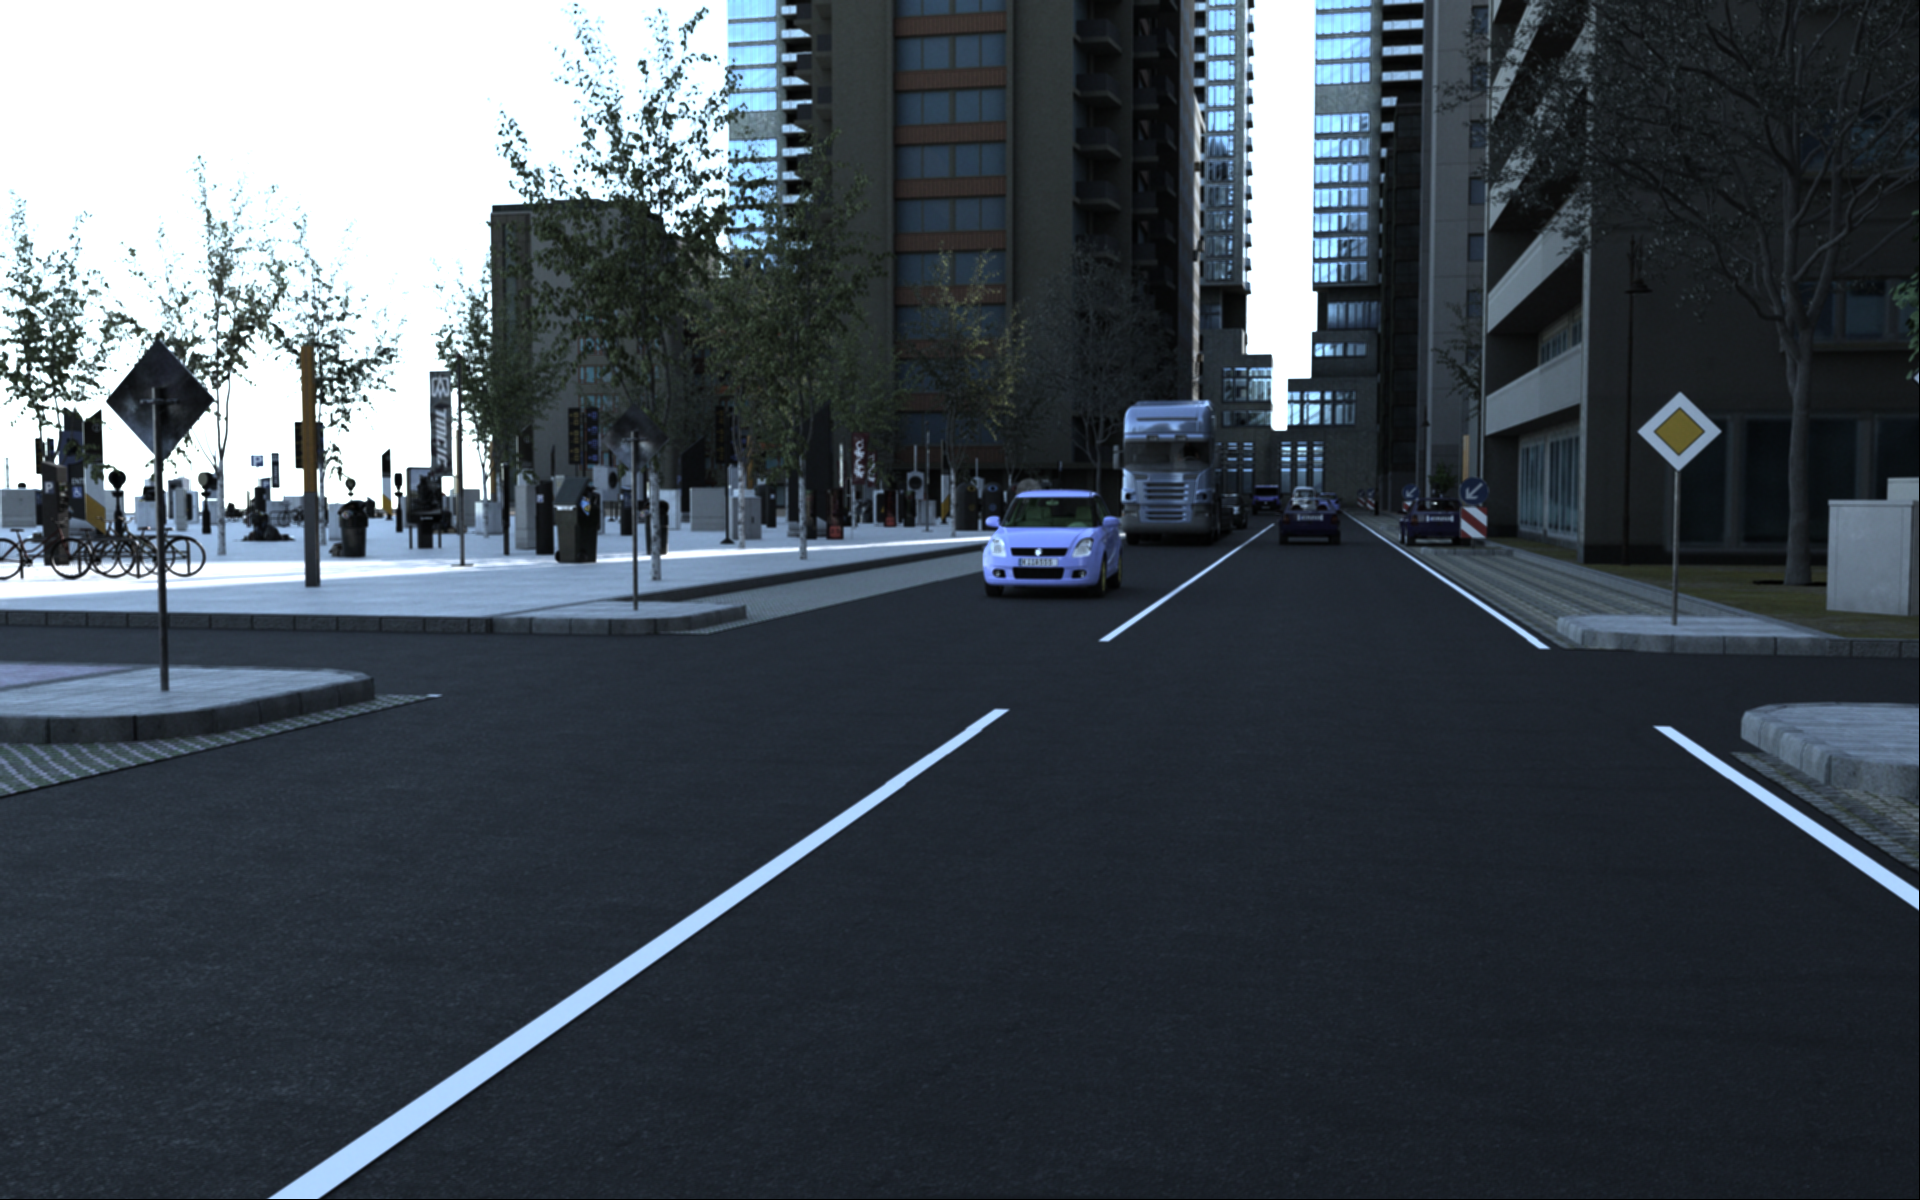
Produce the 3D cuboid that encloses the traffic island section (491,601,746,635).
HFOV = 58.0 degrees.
[{"bbox_3d":[-3.607,0.192,19.146,2.009,0.180,2.903,1,4,12],"label":"traffic island section"}]

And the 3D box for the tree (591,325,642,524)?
[{"bbox_3d":[-14.031,-7.536,73.578,4.360,8.622,3.978,0,3,0],"label":"tree"}]

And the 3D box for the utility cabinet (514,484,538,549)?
[{"bbox_3d":[-10.086,-1.946,40.501,0.318,1.500,1.173,0,4,4],"label":"utility cabinet"}]

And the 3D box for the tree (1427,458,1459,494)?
[{"bbox_3d":[25.637,-5.984,92.444,1.663,3.219,1.824,0,3,0],"label":"tree"}]

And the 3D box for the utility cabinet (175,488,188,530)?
[{"bbox_3d":[-27.309,-3.187,60.780,0.318,1.500,1.173,-1,4,-21],"label":"utility cabinet"}]

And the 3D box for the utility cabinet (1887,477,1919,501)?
[{"bbox_3d":[12.839,-0.886,23.168,0.318,1.500,1.173,0,4,2],"label":"utility cabinet"}]

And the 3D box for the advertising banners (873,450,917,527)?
[{"bbox_3d":[-2.699,-4.360,67.471,2.074,3.025,0.090,0,4,-2],"label":"advertising banners"}]

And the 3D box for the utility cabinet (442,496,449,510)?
[{"bbox_3d":[-20.343,-3.439,67.394,1.020,1.237,0.306,1,4,14],"label":"utility cabinet"}]

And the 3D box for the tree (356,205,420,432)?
[{"bbox_3d":[-15.819,-5.693,43.440,4.360,8.622,3.978,0,3,0],"label":"tree"}]

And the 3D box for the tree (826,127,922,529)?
[{"bbox_3d":[-3.325,-5.103,33.799,4.737,8.622,4.395,0,3,0],"label":"tree"}]

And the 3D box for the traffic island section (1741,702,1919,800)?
[{"bbox_3d":[5.398,0.804,9.138,2.009,0.180,2.903,1,4,12],"label":"traffic island section"}]

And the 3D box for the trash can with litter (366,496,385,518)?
[{"bbox_3d":[-31.441,-4.995,93.059,1.055,1.170,0.624,0,4,2],"label":"trash can with litter"}]

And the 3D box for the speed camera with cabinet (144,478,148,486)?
[{"bbox_3d":[-44.216,-6.225,96.115,0.660,3.252,2.038,2,4,28],"label":"speed camera with cabinet"}]

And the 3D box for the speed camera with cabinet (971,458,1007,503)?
[{"bbox_3d":[1.637,-6.134,94.630,2.038,3.252,0.660,1,4,14],"label":"speed camera with cabinet"}]

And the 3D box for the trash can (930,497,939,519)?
[{"bbox_3d":[-1.400,-4.518,85.514,0.748,1.137,0.748,0,3,0],"label":"trash can"}]

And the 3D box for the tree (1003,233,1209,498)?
[{"bbox_3d":[6.527,-10.525,82.455,12.009,13.543,11.850,0,3,0],"label":"tree"}]

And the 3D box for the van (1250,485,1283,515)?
[{"bbox_3d":[21.384,-7.117,120.741,2.240,2.365,5.245,1,4,11],"label":"van"}]

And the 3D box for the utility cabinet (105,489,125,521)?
[{"bbox_3d":[-40.154,-4.479,81.909,1.173,1.500,0.318,0,4,-2],"label":"utility cabinet"}]

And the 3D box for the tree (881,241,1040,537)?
[{"bbox_3d":[0.031,-6.177,51.351,4.360,8.622,3.978,0,3,0],"label":"tree"}]

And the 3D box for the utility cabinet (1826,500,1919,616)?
[{"bbox_3d":[9.912,-0.462,18.708,0.306,1.237,1.020,-2,4,-25],"label":"utility cabinet"}]

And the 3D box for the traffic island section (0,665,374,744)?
[{"bbox_3d":[-5.220,0.670,11.325,2.009,0.180,2.903,1,4,12],"label":"traffic island section"}]

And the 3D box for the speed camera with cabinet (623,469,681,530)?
[{"bbox_3d":[-11.129,-4.163,62.406,2.038,3.252,0.660,0,4,4],"label":"speed camera with cabinet"}]

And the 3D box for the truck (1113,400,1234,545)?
[{"bbox_3d":[7.252,-4.028,55.620,2.967,4.110,18.799,1,4,11],"label":"truck"}]

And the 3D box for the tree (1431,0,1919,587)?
[{"bbox_3d":[11.807,-6.962,24.205,12.009,13.543,11.850,0,3,0],"label":"tree"}]

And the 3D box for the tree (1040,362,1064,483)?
[{"bbox_3d":[2.101,-7.302,69.751,4.360,8.622,3.978,0,3,0],"label":"tree"}]

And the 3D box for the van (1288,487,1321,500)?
[{"bbox_3d":[20.780,-5.957,104.409,2.013,2.044,4.112,1,4,12],"label":"van"}]

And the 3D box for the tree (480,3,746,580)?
[{"bbox_3d":[-4.758,-4.595,25.484,4.737,8.622,4.395,0,3,0],"label":"tree"}]

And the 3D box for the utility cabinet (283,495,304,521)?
[{"bbox_3d":[-31.760,-4.370,82.609,1.020,1.237,0.306,1,4,19],"label":"utility cabinet"}]

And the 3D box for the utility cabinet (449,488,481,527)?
[{"bbox_3d":[-19.284,-3.596,67.468,1.173,1.500,0.318,-3,5,-40],"label":"utility cabinet"}]

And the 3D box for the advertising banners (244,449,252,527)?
[{"bbox_3d":[-27.768,-4.361,67.488,0.090,3.025,2.074,-1,4,-17],"label":"advertising banners"}]

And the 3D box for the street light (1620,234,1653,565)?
[{"bbox_3d":[11.985,-3.563,31.035,0.468,5.910,1.993,1,4,12],"label":"street light"}]

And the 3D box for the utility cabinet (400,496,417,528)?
[{"bbox_3d":[-21.020,-3.359,66.084,0.306,1.237,1.020,1,4,10],"label":"utility cabinet"}]

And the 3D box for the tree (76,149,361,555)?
[{"bbox_3d":[-15.897,-5.273,36.581,4.360,8.622,3.978,0,3,0],"label":"tree"}]

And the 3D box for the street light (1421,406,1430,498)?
[{"bbox_3d":[24.080,-7.151,89.703,0.468,5.910,1.993,1,4,12],"label":"street light"}]

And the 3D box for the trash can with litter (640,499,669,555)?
[{"bbox_3d":[-6.496,-1.553,36.785,0.624,1.170,1.055,-1,4,-12],"label":"trash can with litter"}]

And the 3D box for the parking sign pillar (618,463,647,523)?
[{"bbox_3d":[-14.464,-5.405,76.844,1.447,3.967,1.447,2,4,29],"label":"parking sign pillar"}]

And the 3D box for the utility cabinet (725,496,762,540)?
[{"bbox_3d":[-6.087,-2.310,48.932,0.306,1.237,1.020,3,5,45],"label":"utility cabinet"}]

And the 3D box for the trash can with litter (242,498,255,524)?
[{"bbox_3d":[-30.566,-3.872,74.696,1.055,1.170,0.624,2,4,31],"label":"trash can with litter"}]

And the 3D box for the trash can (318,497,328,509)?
[{"bbox_3d":[-37.614,-5.534,102.138,0.748,1.137,0.748,0,3,0],"label":"trash can"}]

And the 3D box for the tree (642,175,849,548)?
[{"bbox_3d":[-4.945,-5.536,40.874,4.360,8.622,3.978,0,3,0],"label":"tree"}]

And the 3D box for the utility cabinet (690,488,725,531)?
[{"bbox_3d":[-8.744,-3.139,59.994,1.173,1.500,0.318,-1,4,-18],"label":"utility cabinet"}]

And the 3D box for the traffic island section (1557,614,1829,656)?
[{"bbox_3d":[7.011,0.325,16.959,2.009,0.180,2.903,1,4,12],"label":"traffic island section"}]

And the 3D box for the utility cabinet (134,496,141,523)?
[{"bbox_3d":[-35.693,-3.956,75.843,1.020,1.237,0.306,2,4,24],"label":"utility cabinet"}]

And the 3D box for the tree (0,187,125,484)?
[{"bbox_3d":[-22.021,-5.588,41.727,4.737,8.622,4.395,0,3,0],"label":"tree"}]

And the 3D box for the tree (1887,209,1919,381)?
[{"bbox_3d":[9.958,-1.927,15.215,4.285,4.588,4.351,0,3,0],"label":"tree"}]

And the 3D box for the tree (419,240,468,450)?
[{"bbox_3d":[-13.745,-6.129,50.572,4.737,8.622,4.395,0,3,0],"label":"tree"}]

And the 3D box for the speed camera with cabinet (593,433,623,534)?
[{"bbox_3d":[-11.638,-3.728,55.296,0.660,3.252,2.038,1,4,16],"label":"speed camera with cabinet"}]

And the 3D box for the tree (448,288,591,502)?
[{"bbox_3d":[-16.430,-6.846,62.288,4.360,8.622,3.978,0,3,0],"label":"tree"}]

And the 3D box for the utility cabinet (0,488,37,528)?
[{"bbox_3d":[-35.706,-3.484,65.644,1.173,1.500,0.318,-3,4,-37],"label":"utility cabinet"}]

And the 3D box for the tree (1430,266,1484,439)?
[{"bbox_3d":[17.656,-6.509,56.781,4.360,8.622,3.978,0,3,0],"label":"tree"}]

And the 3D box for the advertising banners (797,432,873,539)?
[{"bbox_3d":[-3.564,-3.224,48.894,2.074,3.025,0.090,0,4,6],"label":"advertising banners"}]

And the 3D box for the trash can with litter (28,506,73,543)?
[{"bbox_3d":[-24.149,-2.114,45.948,1.055,1.170,0.624,-3,5,-41],"label":"trash can with litter"}]

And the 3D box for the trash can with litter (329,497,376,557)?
[{"bbox_3d":[-12.555,-1.467,35.372,1.055,1.170,0.624,3,5,41],"label":"trash can with litter"}]

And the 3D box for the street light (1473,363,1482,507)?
[{"bbox_3d":[18.087,-5.356,60.358,0.468,5.910,1.993,1,4,12],"label":"street light"}]

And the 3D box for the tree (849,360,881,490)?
[{"bbox_3d":[-4.272,-8.763,93.629,4.360,8.622,3.978,0,3,0],"label":"tree"}]
